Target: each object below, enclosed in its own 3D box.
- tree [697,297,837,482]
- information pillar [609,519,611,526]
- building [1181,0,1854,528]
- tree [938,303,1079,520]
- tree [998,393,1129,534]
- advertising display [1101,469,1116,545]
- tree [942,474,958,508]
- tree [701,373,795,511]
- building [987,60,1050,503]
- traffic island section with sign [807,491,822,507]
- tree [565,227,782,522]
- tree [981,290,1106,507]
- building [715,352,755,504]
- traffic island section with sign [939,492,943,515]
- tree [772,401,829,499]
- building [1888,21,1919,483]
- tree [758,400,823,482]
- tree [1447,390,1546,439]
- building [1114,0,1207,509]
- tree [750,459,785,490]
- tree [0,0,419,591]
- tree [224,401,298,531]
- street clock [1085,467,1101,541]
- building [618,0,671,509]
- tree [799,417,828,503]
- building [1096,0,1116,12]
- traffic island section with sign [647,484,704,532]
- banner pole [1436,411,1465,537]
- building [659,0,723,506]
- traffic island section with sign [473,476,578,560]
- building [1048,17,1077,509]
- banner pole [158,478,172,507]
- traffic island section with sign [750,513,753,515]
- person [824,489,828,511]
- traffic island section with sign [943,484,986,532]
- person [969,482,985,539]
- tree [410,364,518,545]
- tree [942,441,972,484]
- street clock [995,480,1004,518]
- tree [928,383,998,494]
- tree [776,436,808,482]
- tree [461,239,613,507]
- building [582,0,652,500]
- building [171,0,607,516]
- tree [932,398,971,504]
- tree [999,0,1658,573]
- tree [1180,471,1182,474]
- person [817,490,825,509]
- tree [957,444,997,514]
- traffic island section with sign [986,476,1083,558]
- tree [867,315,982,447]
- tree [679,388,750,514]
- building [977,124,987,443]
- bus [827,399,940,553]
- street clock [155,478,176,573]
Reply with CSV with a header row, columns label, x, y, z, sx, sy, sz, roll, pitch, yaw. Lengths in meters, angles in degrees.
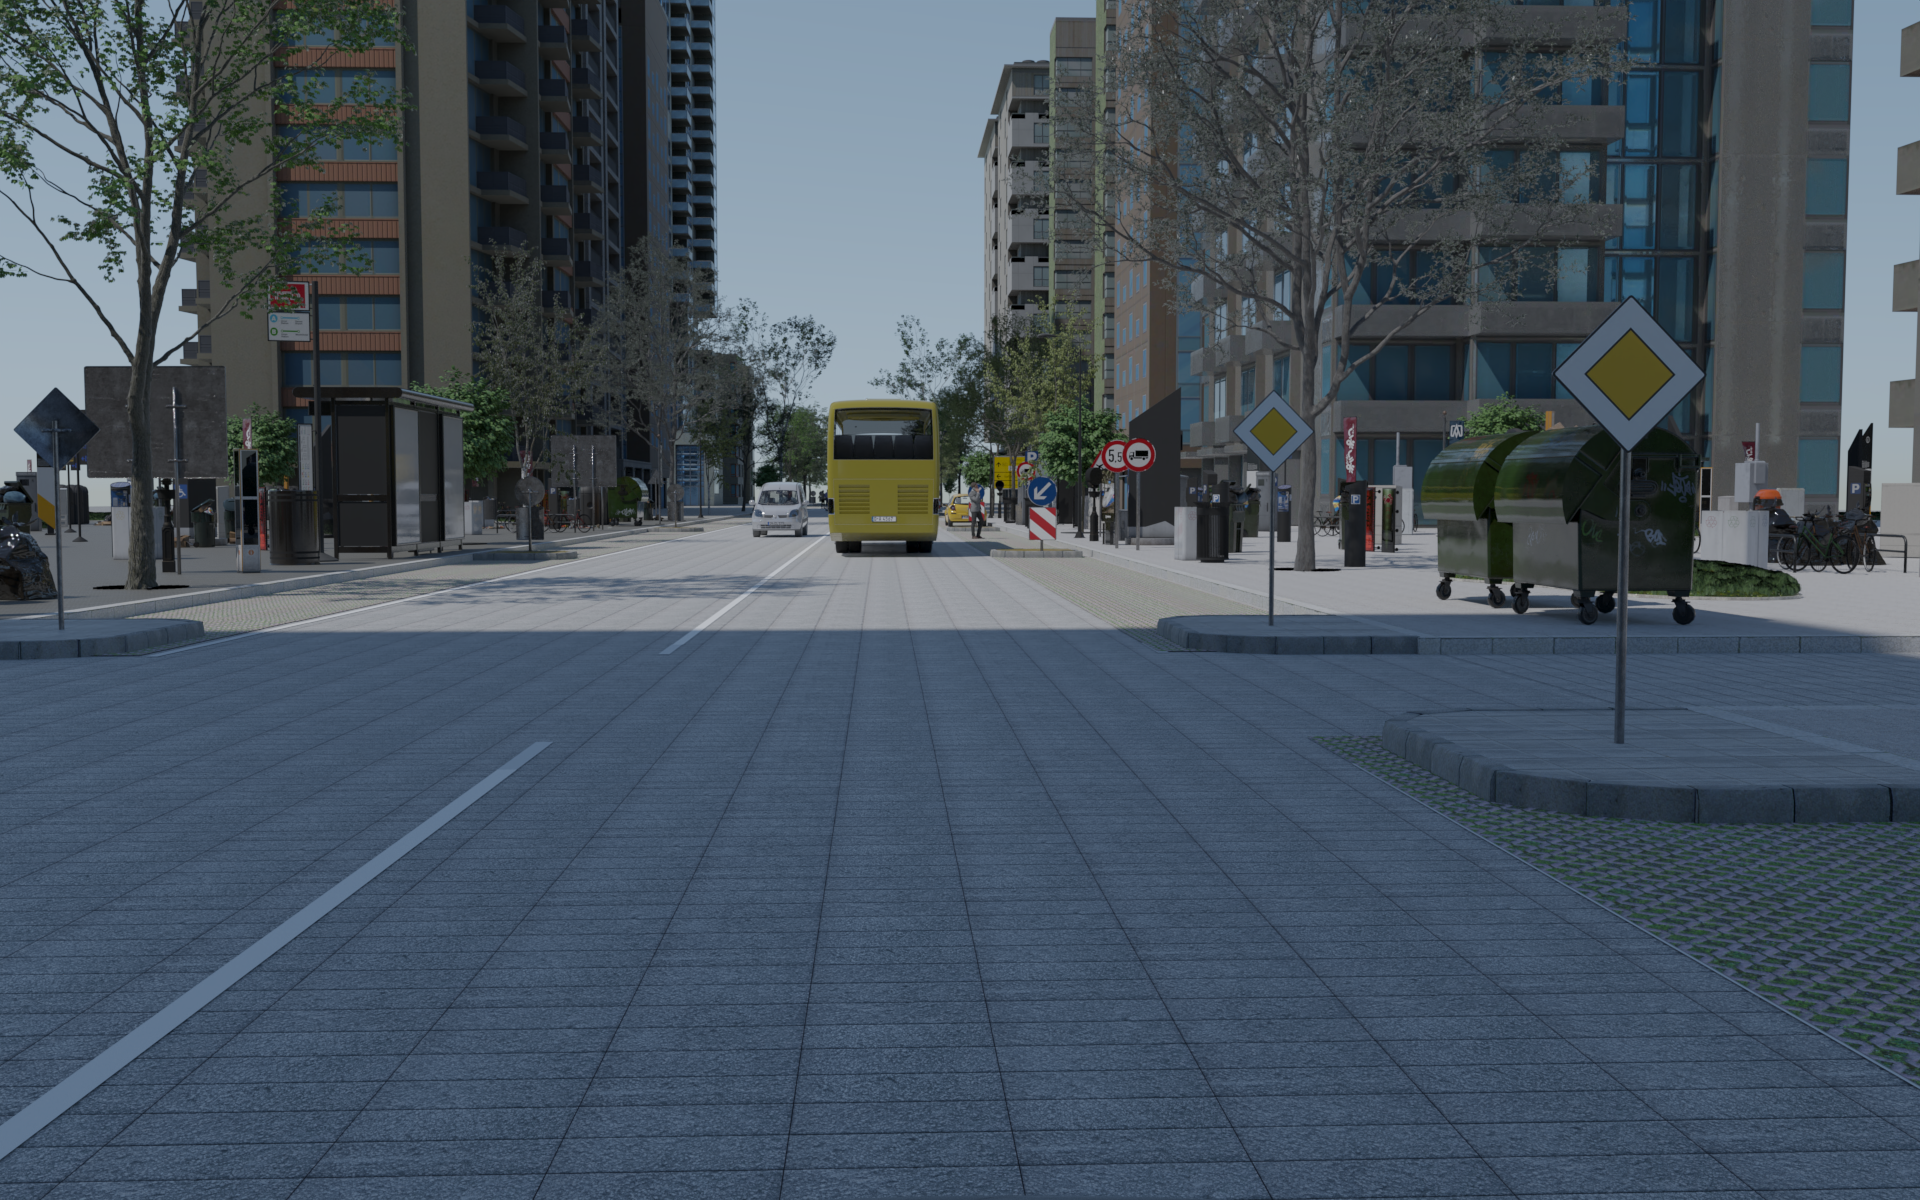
label,x,y,z,sx,sy,sz,roll,pitch,yaw
tree,-18.578,-19.092,168.046,12.611,20.169,13.585,0,3,0
information pillar,-14.247,-4.850,70.657,0.183,3.616,0.504,0,4,-8
building,22.752,-27.942,76.461,23.786,49.044,30.456,0,4,-3
tree,2.427,-9.234,85.389,8.767,10.594,7.601,2,4,35
tree,3.995,-4.454,56.534,4.285,4.588,4.351,0,3,0
advertising display,3.773,-2.351,43.647,0.123,1.923,0.974,-1,4,-15
tree,-0.878,-10.422,165.003,1.663,3.219,1.824,0,3,0
tree,-15.725,-11.843,128.047,7.601,10.594,8.767,0,4,7
building,18.820,-37.945,209.642,28.713,52.752,27.495,0,4,-3
traffic island section with sign,-16.748,-11.615,198.540,1.989,1.847,2.006,0,4,-3
tree,-13.585,-10.419,80.717,12.009,13.543,11.850,0,3,0
tree,3.175,-6.825,61.952,4.737,8.622,4.395,0,3,0
building,-41.911,-23.387,227.422,27.650,21.520,28.899,0,4,-3
traffic island section with sign,-1.763,-6.601,116.551,1.989,1.847,2.006,0,4,-3
tree,-21.385,-20.193,236.809,9.857,13.997,8.962,0,3,0
building,32.206,-25.089,33.912,21.600,48.544,21.300,0,4,-3
tree,-18.646,-16.161,189.986,9.928,11.665,9.643,0,3,0
tree,17.239,-4.367,55.114,4.285,4.588,4.351,0,3,0
building,16.804,-27.524,100.128,14.600,45.320,14.200,0,4,-3
tree,-17.677,-10.764,159.711,4.285,4.588,4.351,0,3,0
tree,-10.908,-5.950,23.041,9.928,11.665,9.643,0,3,0
tree,-24.813,-4.743,61.263,4.285,4.588,4.351,0,3,0
street clock,3.640,-2.591,46.937,0.471,2.002,0.358,-2,4,-30
building,-32.472,-30.378,146.792,14.600,45.320,14.200,0,4,-3
tree,-22.049,-20.258,249.350,7.486,12.596,7.792,0,3,0
building,15.720,-26.362,114.612,14.154,41.232,14.086,0,4,-3
traffic island section with sign,-10.761,-3.488,65.652,1.989,1.847,2.006,0,4,-3
banner pole,14.753,-3.794,52.042,0.863,3.779,0.401,3,5,41
building,-37.873,-53.994,195.471,22.319,86.520,31.000,0,4,-3
traffic island section with sign,-9.505,-1.803,38.099,1.989,1.847,2.006,0,4,-3
building,14.692,-28.710,153.005,14.154,41.232,14.086,0,4,-3
banner pole,-23.026,-3.674,50.089,0.863,3.779,0.401,2,4,35
traffic island section with sign,-13.045,-6.589,116.352,1.989,1.847,2.006,0,4,-3
person,-10.933,-8.308,144.200,0.599,1.838,0.709,-3,5,-43
traffic island section with sign,0.483,-3.552,66.699,1.989,1.847,2.006,0,4,-3
person,0.537,-2.834,55.017,0.473,1.802,0.592,3,5,39
tree,-12.750,-3.689,44.022,4.285,4.588,4.351,0,3,0
tree,-3.186,-18.435,218.420,9.611,12.733,9.660,0,3,0
street clock,2.095,-5.311,91.405,0.471,2.002,0.358,0,4,6
tree,0.040,-13.946,153.779,9.928,11.665,9.643,0,3,0
tree,-20.428,-16.021,212.305,4.360,8.622,3.978,0,3,0
tree,-12.511,-6.104,50.156,4.360,8.622,3.978,0,3,0
building,-34.092,-42.216,128.487,20.563,71.187,20.611,0,4,-3
building,-33.773,-27.500,104.242,22.147,44.769,28.867,0,4,-3
tree,-2.371,-17.451,203.453,7.486,12.596,7.792,0,3,0
tree,5.907,-7.224,28.475,12.009,13.543,11.850,0,3,0
tree,9.076,-5.018,76.645,1.663,3.219,1.824,0,3,0
person,-13.243,-9.739,167.742,1.348,1.823,0.705,2,4,23
tree,1.390,-7.960,113.863,4.285,4.588,4.351,0,3,0
traffic island section with sign,1.703,-1.892,39.559,1.989,1.847,2.006,0,4,-3
tree,-3.902,-20.110,184.682,12.611,20.169,13.585,0,3,0
tree,-15.601,-9.691,108.818,4.737,8.622,4.395,0,3,0
building,17.444,-39.680,238.006,28.713,52.752,27.495,0,4,-3
bus,-1.979,-3.265,44.933,2.896,3.916,12.252,0,4,-2
street clock,-12.984,-1.456,28.371,0.358,2.002,0.471,-1,4,-19
